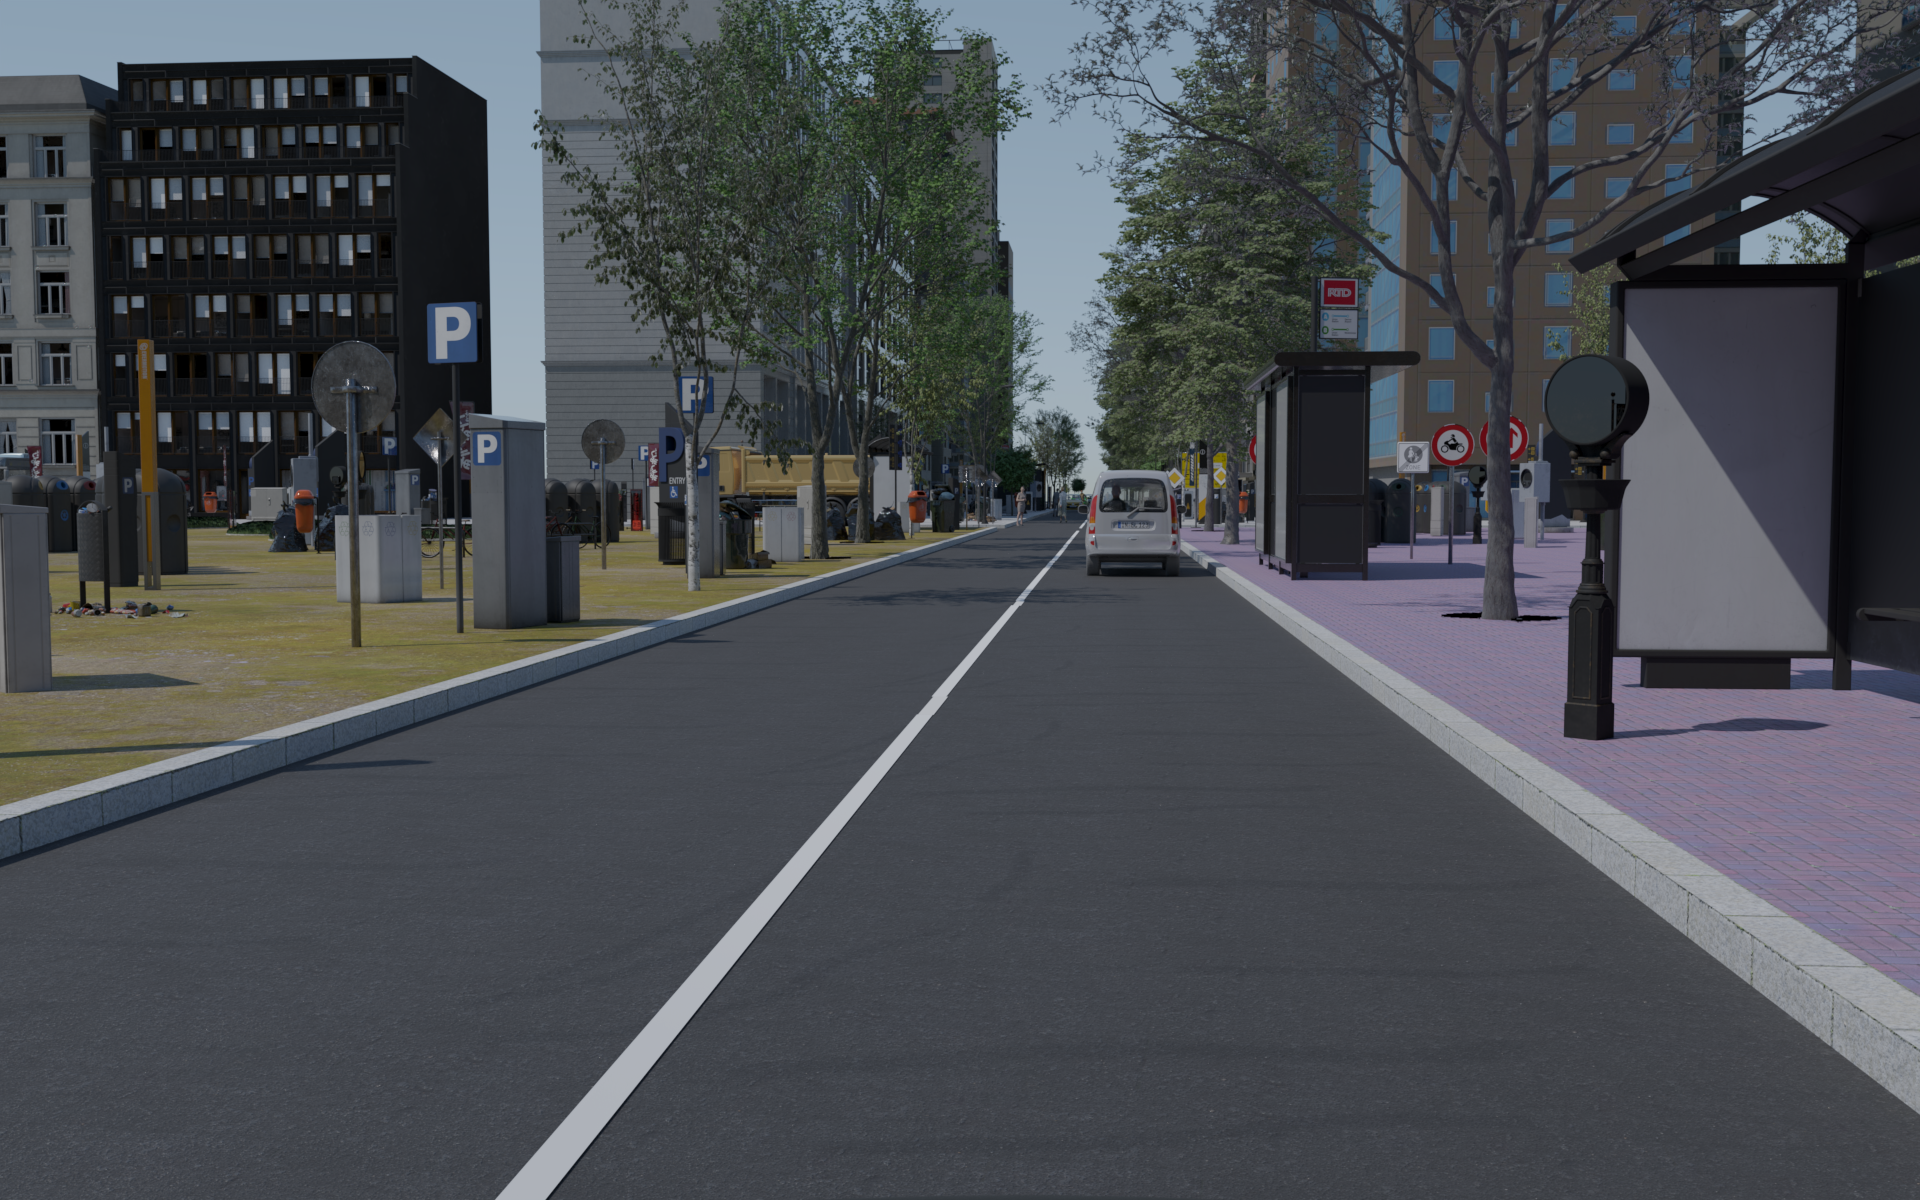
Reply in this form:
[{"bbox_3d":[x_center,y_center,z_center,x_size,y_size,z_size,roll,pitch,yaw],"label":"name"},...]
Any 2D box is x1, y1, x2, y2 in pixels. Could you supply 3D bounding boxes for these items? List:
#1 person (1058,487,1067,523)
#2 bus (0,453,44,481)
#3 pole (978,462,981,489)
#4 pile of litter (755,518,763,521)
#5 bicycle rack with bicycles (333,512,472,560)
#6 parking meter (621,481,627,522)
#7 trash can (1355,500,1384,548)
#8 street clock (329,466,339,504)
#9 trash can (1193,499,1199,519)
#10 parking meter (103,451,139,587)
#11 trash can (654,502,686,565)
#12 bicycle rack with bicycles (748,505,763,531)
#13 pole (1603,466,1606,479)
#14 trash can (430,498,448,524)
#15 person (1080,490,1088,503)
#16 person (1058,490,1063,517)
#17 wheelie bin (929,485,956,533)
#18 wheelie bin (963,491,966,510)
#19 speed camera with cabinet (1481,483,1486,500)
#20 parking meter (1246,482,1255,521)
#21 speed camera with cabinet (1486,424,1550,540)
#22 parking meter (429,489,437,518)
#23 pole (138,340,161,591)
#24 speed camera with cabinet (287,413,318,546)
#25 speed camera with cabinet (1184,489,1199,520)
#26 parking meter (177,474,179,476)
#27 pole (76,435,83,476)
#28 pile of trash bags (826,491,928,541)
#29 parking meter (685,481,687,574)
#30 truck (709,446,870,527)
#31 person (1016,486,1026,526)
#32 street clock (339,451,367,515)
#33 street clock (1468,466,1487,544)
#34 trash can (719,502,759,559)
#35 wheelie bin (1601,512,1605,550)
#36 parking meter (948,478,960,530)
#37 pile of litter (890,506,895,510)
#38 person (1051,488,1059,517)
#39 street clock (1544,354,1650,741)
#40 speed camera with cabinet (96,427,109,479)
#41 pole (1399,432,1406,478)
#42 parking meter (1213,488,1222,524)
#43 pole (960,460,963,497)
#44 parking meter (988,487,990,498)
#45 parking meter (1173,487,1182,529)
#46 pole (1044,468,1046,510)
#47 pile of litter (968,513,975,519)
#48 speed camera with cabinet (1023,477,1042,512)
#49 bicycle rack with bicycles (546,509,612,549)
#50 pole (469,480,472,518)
[{"bbox_3d":[5.162,-4.750,86.395,0.478,1.798,0.641,-1,4,-19],"label":"person"},{"bbox_3d":[-44.909,-4.799,73.320,13.247,3.499,2.948,0,4,6],"label":"bus"},{"bbox_3d":[1.224,-7.059,109.265,0.158,3.312,0.155,0,3,0],"label":"pole"},{"bbox_3d":[-9.290,-4.323,84.650,1.719,0.858,1.176,-1,4,-18],"label":"pile of litter"},{"bbox_3d":[-11.172,-1.284,34.377,2.925,0.926,2.852,1,4,14],"label":"bicycle rack with bicycles"},{"bbox_3d":[-15.396,-4.507,79.392,0.255,1.863,0.399,-1,4,-12],"label":"parking meter"},{"bbox_3d":[9.725,-1.813,41.298,0.748,1.137,0.748,0,3,0],"label":"trash can"},{"bbox_3d":[-16.101,-2.471,44.971,0.471,2.002,0.358,2,4,23],"label":"street clock"},{"bbox_3d":[14.017,-5.459,100.908,0.748,1.137,0.748,0,3,0],"label":"trash can"},{"bbox_3d":[-11.601,-1.116,23.963,0.255,1.863,0.399,1,4,12],"label":"parking meter"},{"bbox_3d":[-5.173,-1.210,31.436,0.748,1.137,0.748,0,3,0],"label":"trash can"},{"bbox_3d":[-7.711,-2.763,58.561,2.852,0.926,2.925,-1,4,-10],"label":"bicycle rack with bicycles"},{"bbox_3d":[20.351,-3.728,54.799,0.158,3.312,0.155,0,3,0],"label":"pole"},{"bbox_3d":[-20.025,-3.357,66.544,0.748,1.137,0.748,0,3,0],"label":"trash can"},{"bbox_3d":[11.572,-9.547,164.693,1.348,1.812,0.705,2,4,33],"label":"person"},{"bbox_3d":[6.359,-6.085,108.998,0.512,1.701,0.522,3,5,41],"label":"person"},{"bbox_3d":[-0.574,-3.051,57.790,0.980,1.594,0.693,3,5,41],"label":"wheelie bin"},{"bbox_3d":[0.065,-7.923,137.441,0.693,1.594,0.980,-3,5,-41],"label":"wheelie bin"},{"bbox_3d":[19.650,-4.144,62.086,2.038,3.252,0.660,-2,4,-25],"label":"speed camera with cabinet"},{"bbox_3d":[13.855,-4.706,82.653,0.399,1.863,0.255,-3,4,-36],"label":"parking meter"},{"bbox_3d":[15.953,-3.365,49.355,0.660,3.252,2.038,-1,4,-17],"label":"speed camera with cabinet"},{"bbox_3d":[-25.726,-4.656,84.543,0.372,1.533,0.369,0,3,0],"label":"parking meter"},{"bbox_3d":[-10.773,-1.784,23.011,0.158,3.312,0.155,0,3,0],"label":"pole"},{"bbox_3d":[-16.374,-2.980,43.066,0.660,3.252,2.038,-2,4,-25],"label":"speed camera with cabinet"},{"bbox_3d":[11.624,-5.706,87.637,0.660,3.252,2.038,3,5,40],"label":"speed camera with cabinet"},{"bbox_3d":[-23.347,-2.789,51.316,0.399,1.863,0.255,-1,4,-16],"label":"parking meter"},{"bbox_3d":[-30.255,-4.019,59.560,0.158,3.312,0.155,0,3,0],"label":"pole"},{"bbox_3d":[-2.268,-2.388,48.793,3.447,1.369,1.912,-3,5,-43],"label":"pile of trash bags"},{"bbox_3d":[-4.250,-1.196,27.967,0.372,1.533,0.369,0,3,0],"label":"parking meter"},{"bbox_3d":[-7.381,-4.564,70.543,9.791,3.379,3.469,0,4,5],"label":"truck"},{"bbox_3d":[2.779,-4.233,78.045,0.599,1.781,0.374,-2,4,-33],"label":"person"},{"bbox_3d":[-10.116,-1.497,29.054,0.358,2.002,0.471,0,4,-6],"label":"street clock"},{"bbox_3d":[13.270,-2.434,44.373,0.471,2.002,0.358,2,4,34],"label":"street clock"},{"bbox_3d":[-4.017,-1.205,31.356,0.748,1.137,0.748,0,3,0],"label":"trash can"},{"bbox_3d":[14.804,-1.937,39.579,0.693,1.594,0.980,-1,4,-12],"label":"wheelie bin"},{"bbox_3d":[-0.209,-3.423,61.670,0.255,1.863,0.399,3,5,42],"label":"parking meter"},{"bbox_3d":[-2.545,-2.825,60.160,1.176,0.858,1.719,-2,4,-28],"label":"pile of litter"},{"bbox_3d":[6.178,-6.243,110.689,0.709,1.813,0.853,1,4,15],"label":"person"},{"bbox_3d":[3.314,-0.275,9.067,0.358,2.002,0.471,-3,5,-42],"label":"street clock"},{"bbox_3d":[-25.187,-3.425,50.340,0.660,3.252,2.038,1,4,21],"label":"speed camera with cabinet"},{"bbox_3d":[14.548,-3.864,57.025,0.158,3.312,0.155,0,3,0],"label":"pole"},{"bbox_3d":[10.878,-3.960,73.164,0.372,1.533,0.369,0,3,0],"label":"parking meter"},{"bbox_3d":[0.070,-6.693,103.269,0.158,3.312,0.155,0,3,0],"label":"pole"},{"bbox_3d":[2.233,-7.412,126.893,0.255,1.863,0.399,3,5,40],"label":"parking meter"},{"bbox_3d":[8.049,-3.419,64.314,0.372,1.533,0.369,0,3,0],"label":"parking meter"},{"bbox_3d":[6.750,-8.812,137.921,0.158,3.312,0.155,0,3,0],"label":"pole"},{"bbox_3d":[0.825,-4.616,89.439,1.719,0.858,1.176,-2,4,-27],"label":"pile of litter"},{"bbox_3d":[4.971,-7.852,122.721,0.660,3.252,2.038,3,5,40],"label":"speed camera with cabinet"},{"bbox_3d":[-9.497,-1.650,40.359,2.925,0.926,2.852,-3,4,-36],"label":"bicycle rack with bicycles"},{"bbox_3d":[-26.689,-6.158,94.527,0.158,3.312,0.155,0,3,0],"label":"pole"}]
